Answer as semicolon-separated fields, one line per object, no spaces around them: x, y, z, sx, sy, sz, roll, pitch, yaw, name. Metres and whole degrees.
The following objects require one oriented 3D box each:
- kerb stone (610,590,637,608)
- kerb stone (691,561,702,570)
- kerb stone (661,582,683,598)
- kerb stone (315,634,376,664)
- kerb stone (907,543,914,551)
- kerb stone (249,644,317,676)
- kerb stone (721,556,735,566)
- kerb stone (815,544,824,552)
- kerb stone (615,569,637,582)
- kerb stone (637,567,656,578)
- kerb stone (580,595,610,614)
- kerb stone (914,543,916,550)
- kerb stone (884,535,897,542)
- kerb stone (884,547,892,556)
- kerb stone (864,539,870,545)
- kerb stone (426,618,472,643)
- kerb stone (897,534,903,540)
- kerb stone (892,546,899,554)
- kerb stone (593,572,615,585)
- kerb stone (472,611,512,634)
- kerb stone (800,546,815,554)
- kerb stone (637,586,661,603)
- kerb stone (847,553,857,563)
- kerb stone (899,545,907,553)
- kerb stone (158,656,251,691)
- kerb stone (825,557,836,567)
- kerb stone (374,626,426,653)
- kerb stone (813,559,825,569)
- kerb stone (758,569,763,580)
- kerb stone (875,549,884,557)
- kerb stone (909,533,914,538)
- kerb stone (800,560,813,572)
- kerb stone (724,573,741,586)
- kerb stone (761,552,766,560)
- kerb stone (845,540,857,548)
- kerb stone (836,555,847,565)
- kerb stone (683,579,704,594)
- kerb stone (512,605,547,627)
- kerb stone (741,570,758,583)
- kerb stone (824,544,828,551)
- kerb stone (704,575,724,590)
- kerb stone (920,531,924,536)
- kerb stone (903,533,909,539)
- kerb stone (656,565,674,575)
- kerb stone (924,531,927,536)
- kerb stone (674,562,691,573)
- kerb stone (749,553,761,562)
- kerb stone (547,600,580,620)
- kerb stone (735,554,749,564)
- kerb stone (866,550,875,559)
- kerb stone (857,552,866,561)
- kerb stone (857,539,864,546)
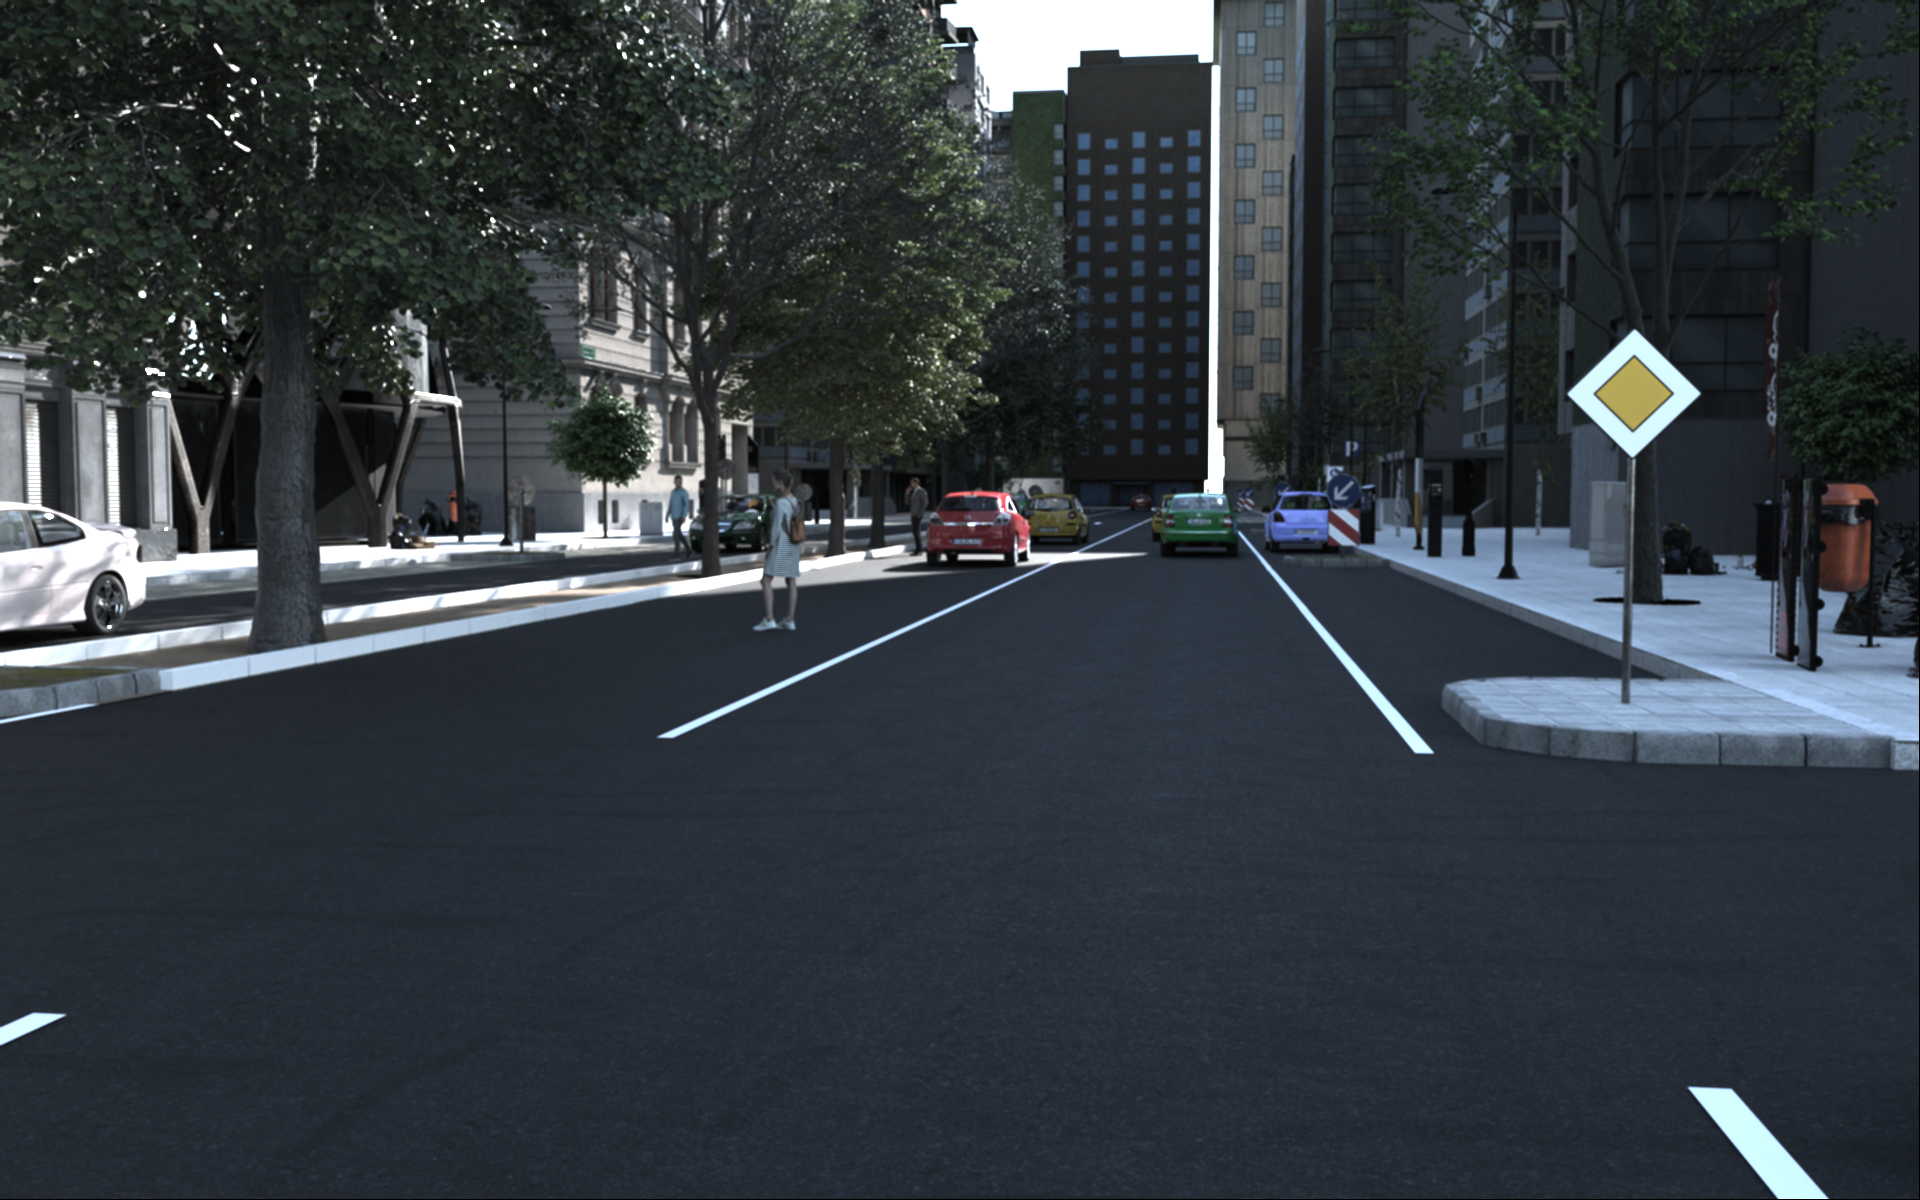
-4.399;0.000;22.192;0.120;0.150;1.000;0;4;8;kerb stone
-5.033;-0.636;32.655;0.120;0.150;1.000;0;4;8;kerb stone
-4.111;-0.124;24.217;0.120;0.150;1.000;0;4;8;kerb stone
-5.409;0.434;15.094;0.120;0.150;1.000;0;4;8;kerb stone
-1.368;-1.302;43.483;0.120;0.150;1.000;0;4;8;kerb stone
-5.558;0.498;14.083;0.120;0.150;1.000;0;4;8;kerb stone
-4.743;-0.759;34.680;0.120;0.150;1.000;0;4;8;kerb stone
-3.589;-1.258;42.795;0.120;0.150;1.000;0;4;8;kerb stone
-5.602;-0.391;28.591;0.120;0.150;1.000;0;4;8;kerb stone
-5.465;-0.453;29.609;0.120;0.150;1.000;0;4;8;kerb stone
-4.546;0.062;21.179;0.120;0.150;1.000;0;4;8;kerb stone
-1.226;-1.364;44.495;0.120;0.150;1.000;0;4;8;kerb stone
-2.150;-1.881;52.949;0.120;0.150;1.000;0;4;8;kerb stone
-1.790;-1.113;40.445;0.120;0.150;1.000;0;4;8;kerb stone
-2.723;-1.629;48.875;0.120;0.150;1.000;0;4;8;kerb stone
-5.121;0.310;17.123;0.120;0.150;1.000;0;4;8;kerb stone
-1.990;-1.943;53.959;0.120;0.150;1.000;0;4;8;kerb stone
-1.657;-1.175;41.459;0.120;0.150;1.000;0;4;8;kerb stone
-5.756;-0.329;27.574;0.120;0.150;1.000;0;4;8;kerb stone
-4.974;0.248;18.135;0.120;0.150;1.000;0;4;8;kerb stone
-3.732;-1.195;41.777;0.120;0.150;1.000;0;4;8;kerb stone
-4.261;-0.062;23.205;0.120;0.150;1.000;0;4;8;kerb stone
-2.383;-0.868;36.387;0.120;0.150;1.000;0;4;8;kerb stone
-1.516;-1.240;42.471;0.120;0.150;1.000;0;4;8;kerb stone
-5.702;0.559;13.069;0.120;0.150;1.000;0;4;8;kerb stone
-2.672;-0.741;34.359;0.120;0.150;1.000;0;4;8;kerb stone
-5.270;0.372;16.107;0.120;0.150;1.000;0;4;8;kerb stone
-2.810;-0.682;33.345;0.120;0.150;1.000;0;4;8;kerb stone
-3.388;-0.434;29.290;0.120;0.150;1.000;0;4;8;kerb stone
-1.945;-1.052;39.428;0.120;0.150;1.000;0;4;8;kerb stone
-1.705;-2.063;55.986;0.120;0.150;1.000;0;4;8;kerb stone
-2.957;-0.620;32.331;0.120;0.150;1.000;0;4;8;kerb stone
-3.678;-0.310;27.266;0.120;0.150;1.000;0;4;8;kerb stone
-4.309;-0.949;37.717;0.120;0.150;1.000;0;4;8;kerb stone
-3.011;-1.508;46.849;0.120;0.150;1.000;0;4;8;kerb stone
-2.525;-0.806;35.372;0.120;0.150;1.000;0;4;8;kerb stone
-3.972;-0.186;25.240;0.120;0.150;1.000;0;4;8;kerb stone
-4.836;0.189;19.148;0.120;0.150;1.000;0;4;8;kerb stone
-3.534;-0.367;28.278;0.120;0.150;1.000;0;4;8;kerb stone
-3.446;-1.322;43.807;0.120;0.150;1.000;0;4;8;kerb stone
-3.818;-0.248;26.253;0.120;0.150;1.000;0;4;8;kerb stone
-1.422;-2.186;58.015;0.120;0.150;1.000;0;4;8;kerb stone
-1.854;-2.003;54.974;0.120;0.150;1.000;0;4;8;kerb stone
-5.316;-0.514;30.630;0.120;0.150;1.000;0;4;8;kerb stone
-1.269;-2.253;59.025;0.120;0.150;1.000;0;4;8;kerb stone
-5.175;-0.572;31.643;0.120;0.150;1.000;0;4;8;kerb stone
-4.456;-0.887;36.705;0.120;0.150;1.000;0;4;8;kerb stone
-4.686;0.124;20.162;0.120;0.150;1.000;0;4;8;kerb stone
-4.594;-0.825;35.692;0.120;0.150;1.000;0;4;8;kerb stone
-2.087;-0.992;38.414;0.120;0.150;1.000;0;4;8;kerb stone
-2.230;-0.930;37.398;0.120;0.150;1.000;0;4;8;kerb stone
-2.867;-1.570;47.863;0.120;0.150;1.000;0;4;8;kerb stone
